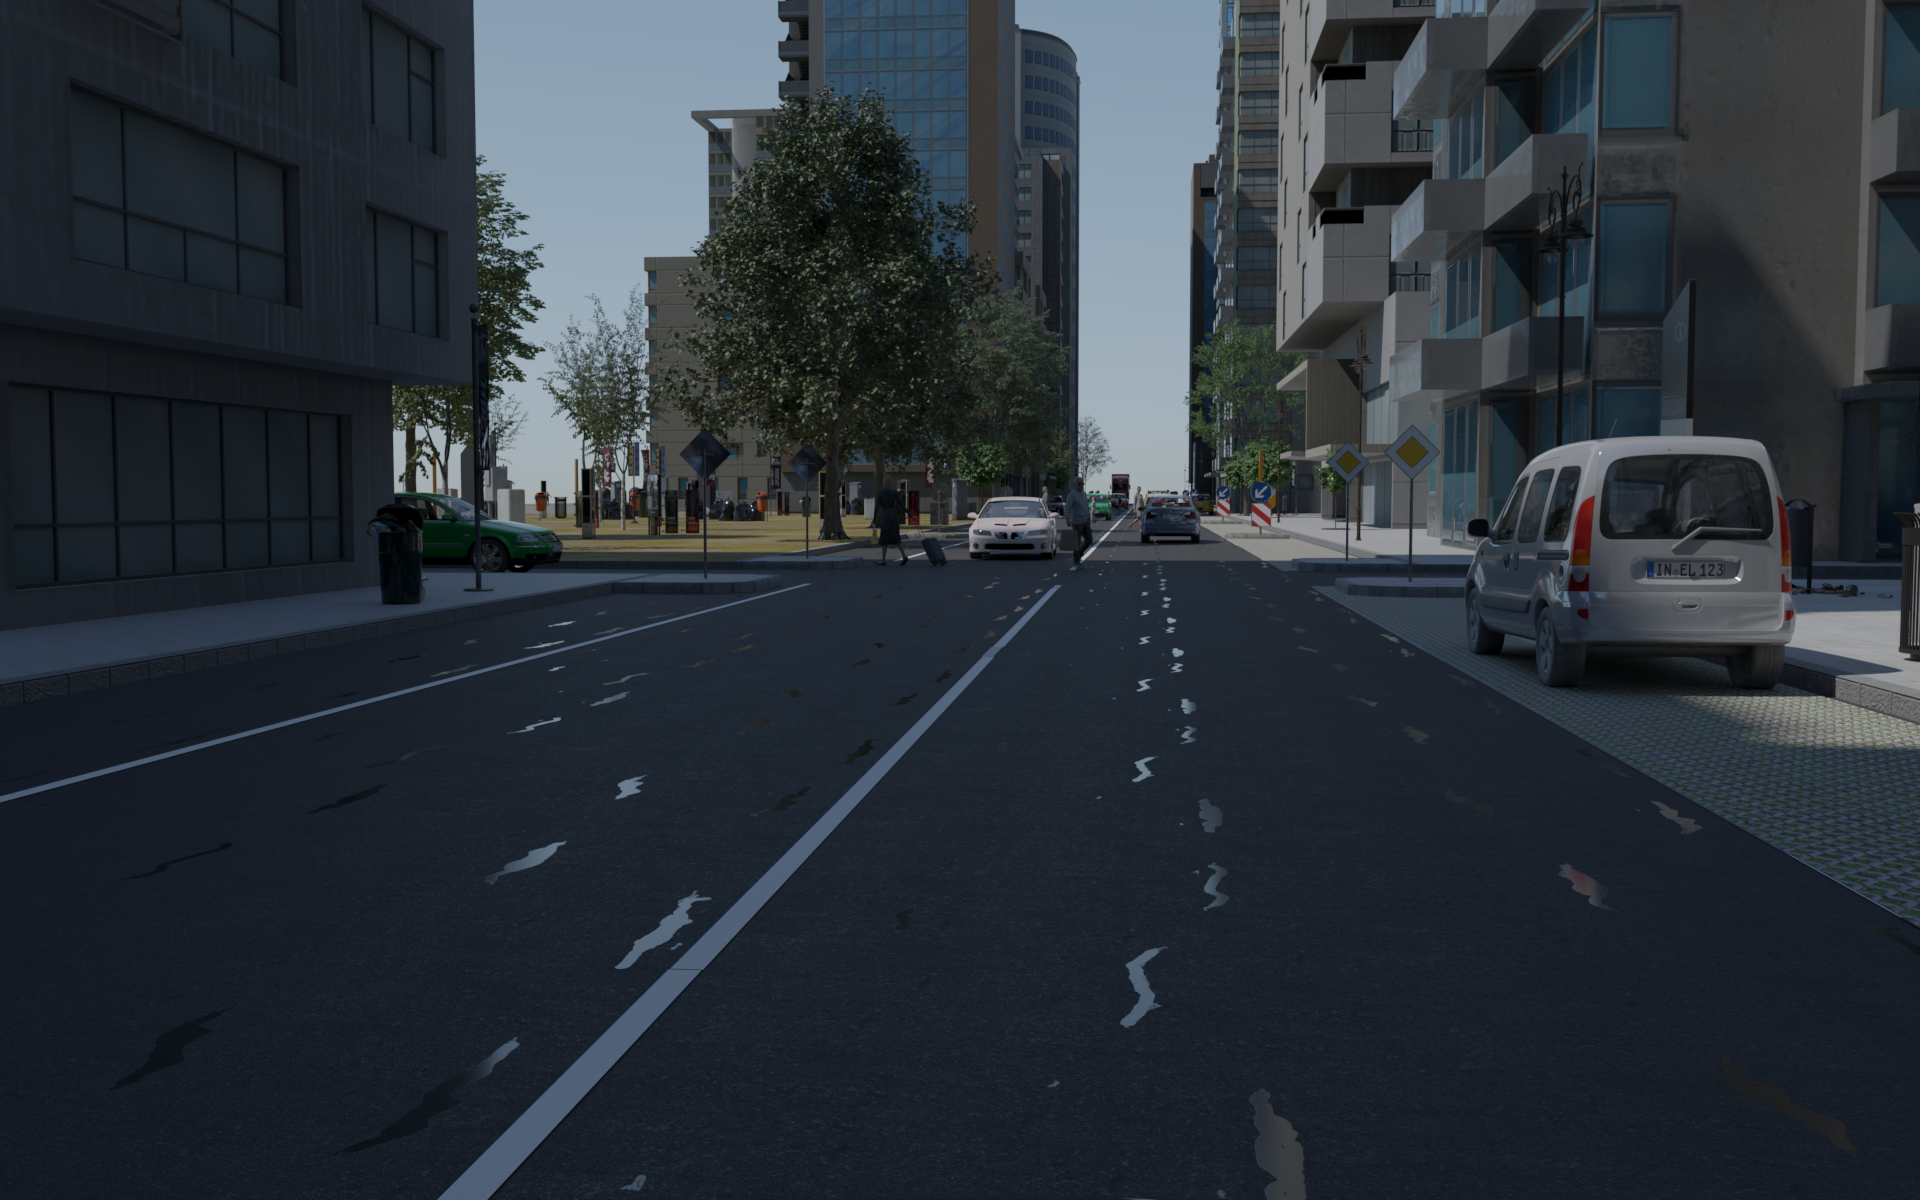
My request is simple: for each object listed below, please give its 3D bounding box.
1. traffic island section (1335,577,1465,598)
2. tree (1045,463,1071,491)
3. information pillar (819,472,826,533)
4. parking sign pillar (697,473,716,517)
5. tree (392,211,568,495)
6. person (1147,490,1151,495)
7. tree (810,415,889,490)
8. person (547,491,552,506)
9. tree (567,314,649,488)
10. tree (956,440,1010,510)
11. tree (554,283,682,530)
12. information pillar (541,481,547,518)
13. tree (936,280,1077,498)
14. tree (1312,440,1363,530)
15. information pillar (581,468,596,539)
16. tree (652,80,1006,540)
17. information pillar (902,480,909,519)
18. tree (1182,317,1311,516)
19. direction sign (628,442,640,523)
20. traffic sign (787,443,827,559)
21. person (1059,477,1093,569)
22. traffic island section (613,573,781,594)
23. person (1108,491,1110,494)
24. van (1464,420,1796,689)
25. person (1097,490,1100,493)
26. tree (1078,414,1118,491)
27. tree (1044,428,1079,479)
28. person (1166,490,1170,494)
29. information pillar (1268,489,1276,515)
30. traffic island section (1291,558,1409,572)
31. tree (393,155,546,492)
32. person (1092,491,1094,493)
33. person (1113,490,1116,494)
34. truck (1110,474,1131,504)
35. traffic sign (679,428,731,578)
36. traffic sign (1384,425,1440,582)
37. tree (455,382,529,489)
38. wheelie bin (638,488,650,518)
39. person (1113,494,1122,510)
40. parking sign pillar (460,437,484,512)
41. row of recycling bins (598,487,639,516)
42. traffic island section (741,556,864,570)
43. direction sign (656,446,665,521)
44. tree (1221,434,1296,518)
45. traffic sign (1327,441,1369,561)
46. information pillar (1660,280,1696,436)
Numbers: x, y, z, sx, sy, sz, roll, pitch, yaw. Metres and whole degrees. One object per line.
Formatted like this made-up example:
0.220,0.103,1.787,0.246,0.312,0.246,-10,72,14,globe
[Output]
6.582,-0.182,25.259,2.009,0.180,2.903,0,4,6,traffic island section
9.872,-12.006,180.007,4.285,4.588,4.351,0,3,0,tree
-4.432,-3.193,56.694,0.304,2.012,0.304,1,4,10,information pillar
-14.044,-6.568,95.852,1.447,3.967,1.447,-3,5,-42,parking sign pillar
-12.090,-5.463,39.685,4.737,8.622,4.395,0,3,0,tree
15.482,-8.178,142.992,0.721,1.735,1.217,-1,4,-14,person
-4.122,-8.097,82.745,4.360,8.622,3.978,0,3,0,tree
-46.600,-11.392,195.577,1.217,1.723,0.721,1,4,13,person
-15.271,-7.423,71.724,4.737,8.622,4.395,0,3,0,tree
1.193,-6.821,95.234,4.285,4.588,4.351,0,3,0,tree
-11.877,-6.777,61.162,4.360,8.622,3.978,0,3,0,tree
-22.598,-5.477,94.040,0.304,2.012,0.304,-1,4,-13,information pillar
2.007,-11.986,102.634,9.857,13.997,8.962,0,3,0,tree
13.433,-4.148,62.417,1.663,3.219,1.824,0,3,0,tree
-10.606,-2.750,49.449,0.304,2.012,0.304,1,4,12,information pillar
-3.566,-8.026,48.230,9.611,12.733,9.660,0,3,0,tree
-2.819,-5.205,89.592,0.304,2.012,0.304,2,4,25,information pillar
16.798,-10.699,100.678,9.928,11.665,9.643,0,3,0,tree
-14.228,-5.112,75.578,0.379,3.537,0.876,-3,5,-43,direction sign
-3.022,-1.873,34.261,0.795,2.450,0.064,0,4,6,traffic sign
2.204,-1.483,33.233,0.515,1.767,0.782,3,5,42,person
-3.899,-0.251,26.385,2.009,0.180,2.903,0,4,6,traffic island section
16.622,-11.235,192.894,1.217,1.736,0.721,3,4,38,person
5.269,-0.432,14.082,2.013,2.044,4.112,0,4,5,van
13.865,-10.119,173.941,0.705,1.824,1.348,-2,4,-23,person
19.041,-21.737,265.762,12.009,13.543,11.850,0,3,0,tree
10.381,-14.386,185.569,4.737,8.622,4.395,0,3,0,tree
13.238,-6.224,111.079,0.721,1.723,1.217,-3,4,-38,person
18.975,-6.981,105.487,0.504,3.616,0.183,0,4,-8,information pillar
7.435,-0.668,33.199,2.009,0.180,2.903,0,4,6,traffic island section
-15.499,-8.066,50.005,7.486,12.596,7.792,0,3,0,tree
12.401,-9.451,163.472,0.683,1.767,0.568,0,4,-7,person
18.422,-12.176,207.212,1.348,1.869,0.705,2,4,29,person
22.496,-15.517,242.613,2.839,4.237,11.283,0,4,6,truck
-3.874,-1.387,26.321,0.795,2.450,0.064,0,4,6,traffic sign
6.558,-1.318,25.185,0.795,2.450,0.064,0,4,6,traffic sign
-24.829,-8.561,90.334,4.360,8.622,3.978,0,3,0,tree
-17.042,-5.250,93.742,0.980,1.594,0.693,-1,4,-20,wheelie bin
13.944,-8.640,152.959,0.628,1.438,0.799,1,4,22,person
-22.058,-5.494,78.307,1.447,3.967,1.447,3,5,44,parking sign pillar
-19.091,-5.658,99.623,3.534,1.692,1.069,-1,4,-22,row of recycling bins
-3.046,-0.737,34.325,2.009,0.180,2.903,0,4,6,traffic island section
-14.194,-5.509,82.070,0.379,3.537,0.876,-3,4,-37,direction sign
16.743,-6.750,94.073,4.285,4.588,4.351,0,3,0,tree
7.410,-1.803,33.124,0.795,2.450,0.064,0,4,6,traffic sign
7.954,-1.704,19.219,0.183,3.616,0.504,-1,4,-12,information pillar
